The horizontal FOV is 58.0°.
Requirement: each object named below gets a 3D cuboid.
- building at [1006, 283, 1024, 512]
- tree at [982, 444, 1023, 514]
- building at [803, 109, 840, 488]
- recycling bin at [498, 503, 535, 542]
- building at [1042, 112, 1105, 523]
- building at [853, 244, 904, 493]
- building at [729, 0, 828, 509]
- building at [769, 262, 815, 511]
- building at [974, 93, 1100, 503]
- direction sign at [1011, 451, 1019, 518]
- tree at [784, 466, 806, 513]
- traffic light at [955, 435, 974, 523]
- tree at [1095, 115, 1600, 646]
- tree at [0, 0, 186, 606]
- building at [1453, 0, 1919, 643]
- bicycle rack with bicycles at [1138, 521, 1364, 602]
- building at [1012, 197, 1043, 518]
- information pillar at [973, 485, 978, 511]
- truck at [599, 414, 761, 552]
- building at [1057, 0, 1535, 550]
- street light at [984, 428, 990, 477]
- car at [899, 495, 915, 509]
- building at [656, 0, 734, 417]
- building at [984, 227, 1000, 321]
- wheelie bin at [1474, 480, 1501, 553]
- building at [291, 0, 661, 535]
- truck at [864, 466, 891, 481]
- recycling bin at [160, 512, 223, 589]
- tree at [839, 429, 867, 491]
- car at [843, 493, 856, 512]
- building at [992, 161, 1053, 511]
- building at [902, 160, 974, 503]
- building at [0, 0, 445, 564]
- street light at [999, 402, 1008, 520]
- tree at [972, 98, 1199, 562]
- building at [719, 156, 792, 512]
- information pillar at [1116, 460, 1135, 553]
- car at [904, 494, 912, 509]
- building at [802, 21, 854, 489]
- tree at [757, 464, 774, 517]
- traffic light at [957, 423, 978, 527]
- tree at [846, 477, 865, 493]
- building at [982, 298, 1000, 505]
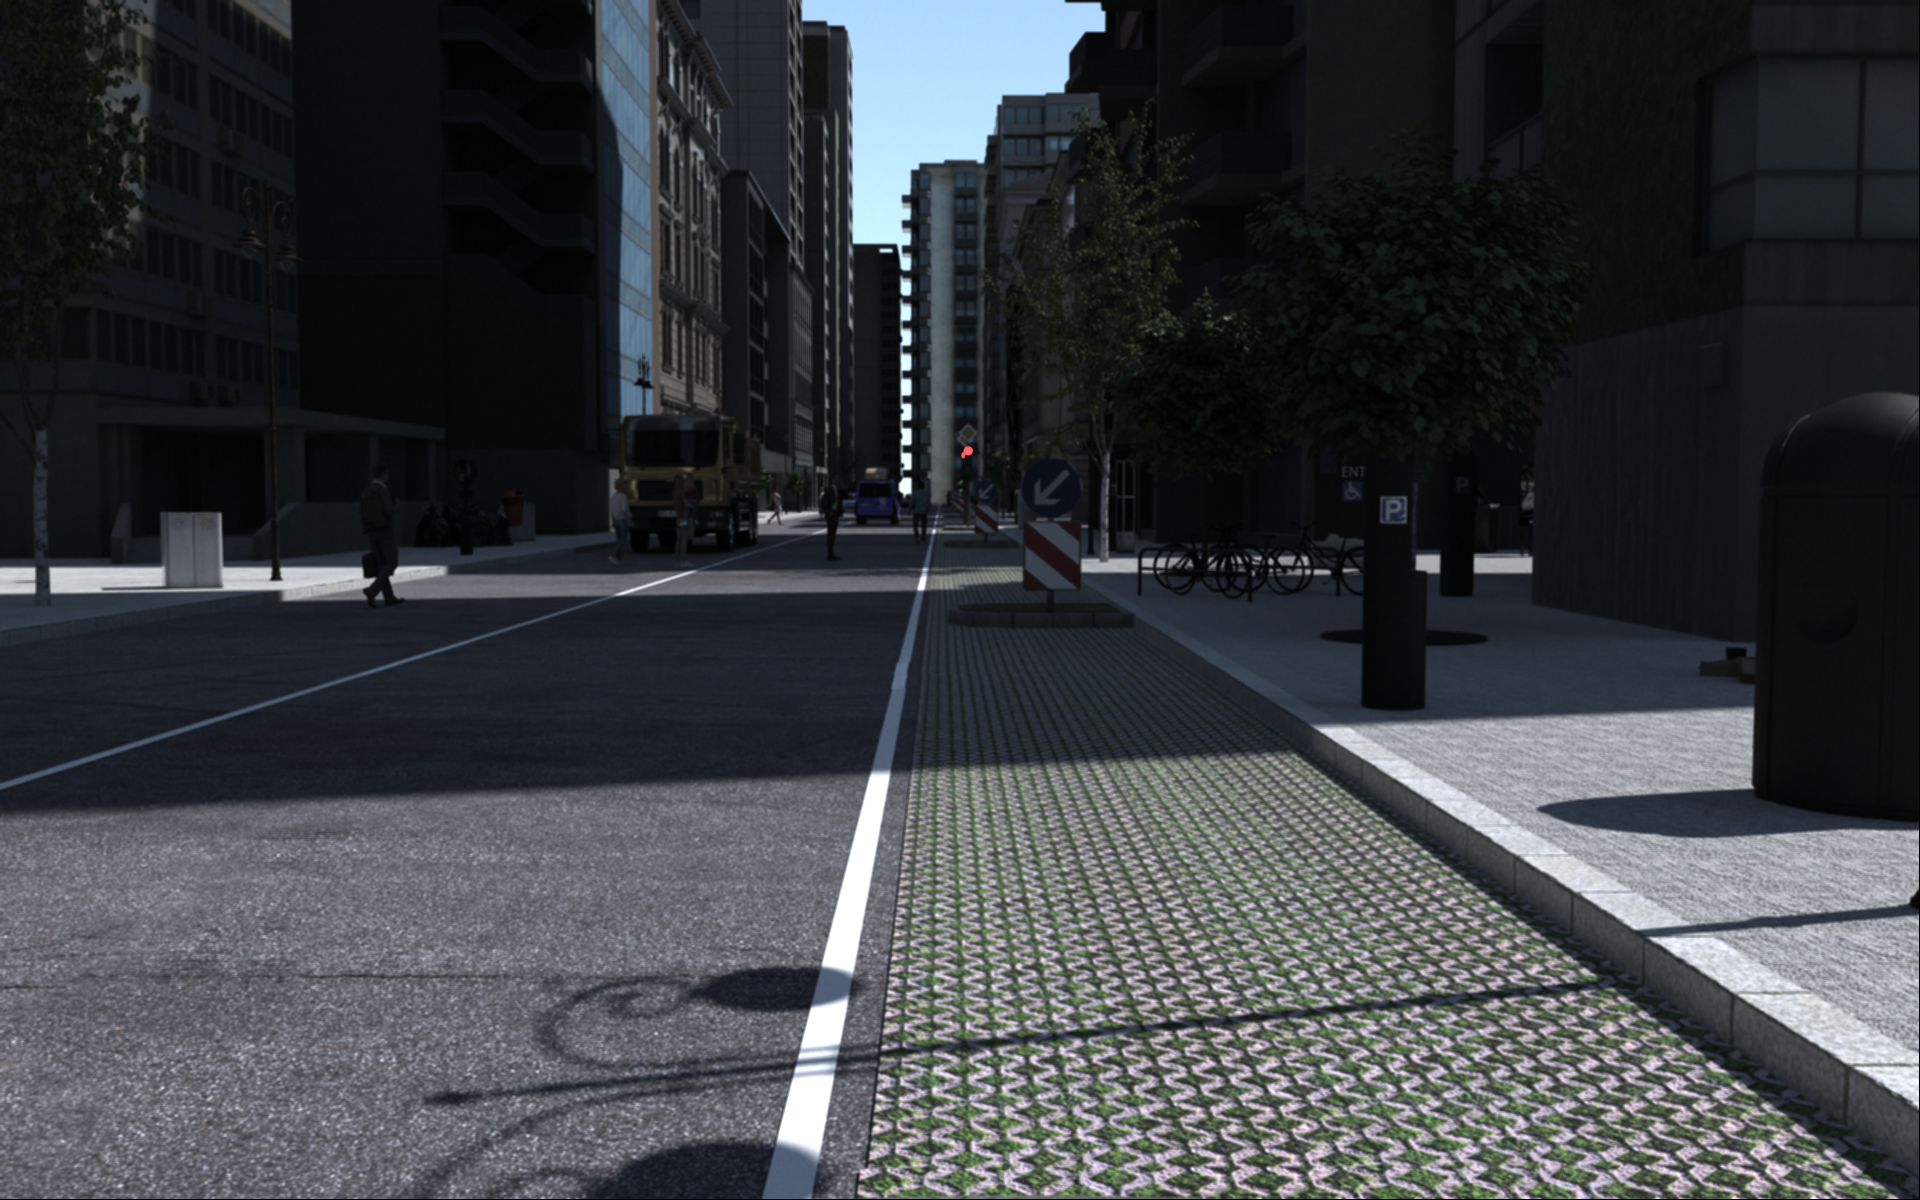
[{"bbox_3d":[11.645,-15.656,123.431,16.820,18.784,16.811,0,4,-1],"label":"building"},{"bbox_3d":[3.097,-7.921,113.225,4.285,4.588,4.351,0,3,0],"label":"tree"},{"bbox_3d":[-19.867,-30.269,178.495,14.154,41.232,14.086,0,4,-1],"label":"building"},{"bbox_3d":[-12.056,-2.114,47.116,0.722,1.027,0.722,1,4,21],"label":"recycling bin"},{"bbox_3d":[13.972,-13.264,81.487,19.286,19.102,10.561,0,4,-1],"label":"building"},{"bbox_3d":[-20.307,-34.205,251.139,23.993,40.220,32.217,0,4,-1],"label":"building"},{"bbox_3d":[-22.923,-44.158,160.233,20.563,71.187,20.611,0,4,-1],"label":"building"},{"bbox_3d":[-17.192,-17.777,139.808,9.793,20.994,18.267,0,4,-1],"label":"building"},{"bbox_3d":[14.185,-36.144,210.563,23.786,49.044,30.456,0,4,-1],"label":"building"},{"bbox_3d":[2.895,-6.059,91.067,0.379,3.537,0.876,-2,4,-25],"label":"direction sign"},{"bbox_3d":[-11.334,-7.641,119.533,1.663,3.219,1.824,0,3,0],"label":"tree"},{"bbox_3d":[0.221,-5.349,76.383,0.839,4.253,0.868,0,4,-1],"label":"traffic light"},{"bbox_3d":[3.862,-1.923,15.161,4.285,4.588,4.351,0,3,0],"label":"tree"},{"bbox_3d":[-10.766,-4.251,19.866,4.737,8.622,4.395,0,3,0],"label":"tree"},{"bbox_3d":[13.628,-20.611,20.593,14.154,41.232,14.086,0,4,-1],"label":"building"},{"bbox_3d":[3.508,-0.529,22.034,2.852,0.926,2.925,-3,5,-41],"label":"bicycle rack with bicycles"},{"bbox_3d":[8.665,-14.383,99.790,10.561,19.102,19.286,0,4,-1],"label":"building"},{"bbox_3d":[1.187,-7.884,133.393,0.304,2.012,0.304,-2,4,-23],"label":"information pillar"},{"bbox_3d":[-6.917,-2.999,44.964,3.469,3.379,9.791,0,4,-1],"label":"truck"},{"bbox_3d":[14.642,-24.316,52.186,22.147,44.769,28.867,0,4,-1],"label":"building"},{"bbox_3d":[1.857,-8.946,119.047,0.468,5.910,1.993,0,4,-1],"label":"street light"},{"bbox_3d":[-5.042,-9.165,162.435,1.945,1.354,3.894,0,4,0],"label":"car"},{"bbox_3d":[-19.715,-18.390,88.069,14.401,28.519,23.554,0,4,-1],"label":"building"},{"bbox_3d":[9.626,-25.513,188.842,14.160,30.474,14.107,0,4,-1],"label":"building"},{"bbox_3d":[11.353,-1.832,37.856,0.693,1.594,0.980,3,5,39],"label":"wheelie bin"},{"bbox_3d":[-18.751,-25.054,59.741,14.200,45.320,14.600,0,4,-1],"label":"building"},{"bbox_3d":[-8.323,-11.364,174.715,2.839,4.237,11.283,0,4,-1],"label":"truck"},{"bbox_3d":[-10.524,-0.683,23.721,0.722,1.027,0.722,-2,4,-28],"label":"recycling bin"},{"bbox_3d":[-12.459,-14.712,190.904,4.360,8.622,3.978,0,3,0],"label":"tree"},{"bbox_3d":[-8.786,-8.001,140.407,1.945,1.707,3.694,0,4,-1],"label":"car"},{"bbox_3d":[9.720,-21.751,141.538,13.634,28.700,20.117,0,4,-1],"label":"building"},{"bbox_3d":[7.035,-38.403,247.495,30.456,49.044,23.786,0,4,-1],"label":"building"},{"bbox_3d":[-29.577,-21.218,38.793,32.217,40.220,23.993,0,4,-1],"label":"building"},{"bbox_3d":[2.177,-6.974,86.821,0.468,5.910,1.993,0,4,-1],"label":"street light"},{"bbox_3d":[2.607,-5.028,32.576,4.737,8.622,4.395,0,3,0],"label":"tree"},{"bbox_3d":[-19.606,-18.126,115.431,14.314,24.678,30.058,0,4,-1],"label":"building"},{"bbox_3d":[3.598,-2.027,37.639,0.304,2.012,0.304,-2,4,-26],"label":"information pillar"},{"bbox_3d":[-4.689,-9.983,172.259,2.155,1.783,4.494,0,4,0],"label":"car"},{"bbox_3d":[-27.531,-41.170,215.132,28.212,58.520,21.231,0,4,-1],"label":"building"},{"bbox_3d":[-11.324,-6.165,95.398,1.663,3.219,1.824,0,3,0],"label":"tree"},{"bbox_3d":[0.304,-4.861,68.398,0.839,4.253,0.868,0,4,-1],"label":"traffic light"},{"bbox_3d":[-12.037,-12.302,195.738,1.663,3.219,1.824,0,3,0],"label":"tree"},{"bbox_3d":[16.299,-19.698,167.107,27.650,21.520,28.899,0,4,-1],"label":"building"}]
